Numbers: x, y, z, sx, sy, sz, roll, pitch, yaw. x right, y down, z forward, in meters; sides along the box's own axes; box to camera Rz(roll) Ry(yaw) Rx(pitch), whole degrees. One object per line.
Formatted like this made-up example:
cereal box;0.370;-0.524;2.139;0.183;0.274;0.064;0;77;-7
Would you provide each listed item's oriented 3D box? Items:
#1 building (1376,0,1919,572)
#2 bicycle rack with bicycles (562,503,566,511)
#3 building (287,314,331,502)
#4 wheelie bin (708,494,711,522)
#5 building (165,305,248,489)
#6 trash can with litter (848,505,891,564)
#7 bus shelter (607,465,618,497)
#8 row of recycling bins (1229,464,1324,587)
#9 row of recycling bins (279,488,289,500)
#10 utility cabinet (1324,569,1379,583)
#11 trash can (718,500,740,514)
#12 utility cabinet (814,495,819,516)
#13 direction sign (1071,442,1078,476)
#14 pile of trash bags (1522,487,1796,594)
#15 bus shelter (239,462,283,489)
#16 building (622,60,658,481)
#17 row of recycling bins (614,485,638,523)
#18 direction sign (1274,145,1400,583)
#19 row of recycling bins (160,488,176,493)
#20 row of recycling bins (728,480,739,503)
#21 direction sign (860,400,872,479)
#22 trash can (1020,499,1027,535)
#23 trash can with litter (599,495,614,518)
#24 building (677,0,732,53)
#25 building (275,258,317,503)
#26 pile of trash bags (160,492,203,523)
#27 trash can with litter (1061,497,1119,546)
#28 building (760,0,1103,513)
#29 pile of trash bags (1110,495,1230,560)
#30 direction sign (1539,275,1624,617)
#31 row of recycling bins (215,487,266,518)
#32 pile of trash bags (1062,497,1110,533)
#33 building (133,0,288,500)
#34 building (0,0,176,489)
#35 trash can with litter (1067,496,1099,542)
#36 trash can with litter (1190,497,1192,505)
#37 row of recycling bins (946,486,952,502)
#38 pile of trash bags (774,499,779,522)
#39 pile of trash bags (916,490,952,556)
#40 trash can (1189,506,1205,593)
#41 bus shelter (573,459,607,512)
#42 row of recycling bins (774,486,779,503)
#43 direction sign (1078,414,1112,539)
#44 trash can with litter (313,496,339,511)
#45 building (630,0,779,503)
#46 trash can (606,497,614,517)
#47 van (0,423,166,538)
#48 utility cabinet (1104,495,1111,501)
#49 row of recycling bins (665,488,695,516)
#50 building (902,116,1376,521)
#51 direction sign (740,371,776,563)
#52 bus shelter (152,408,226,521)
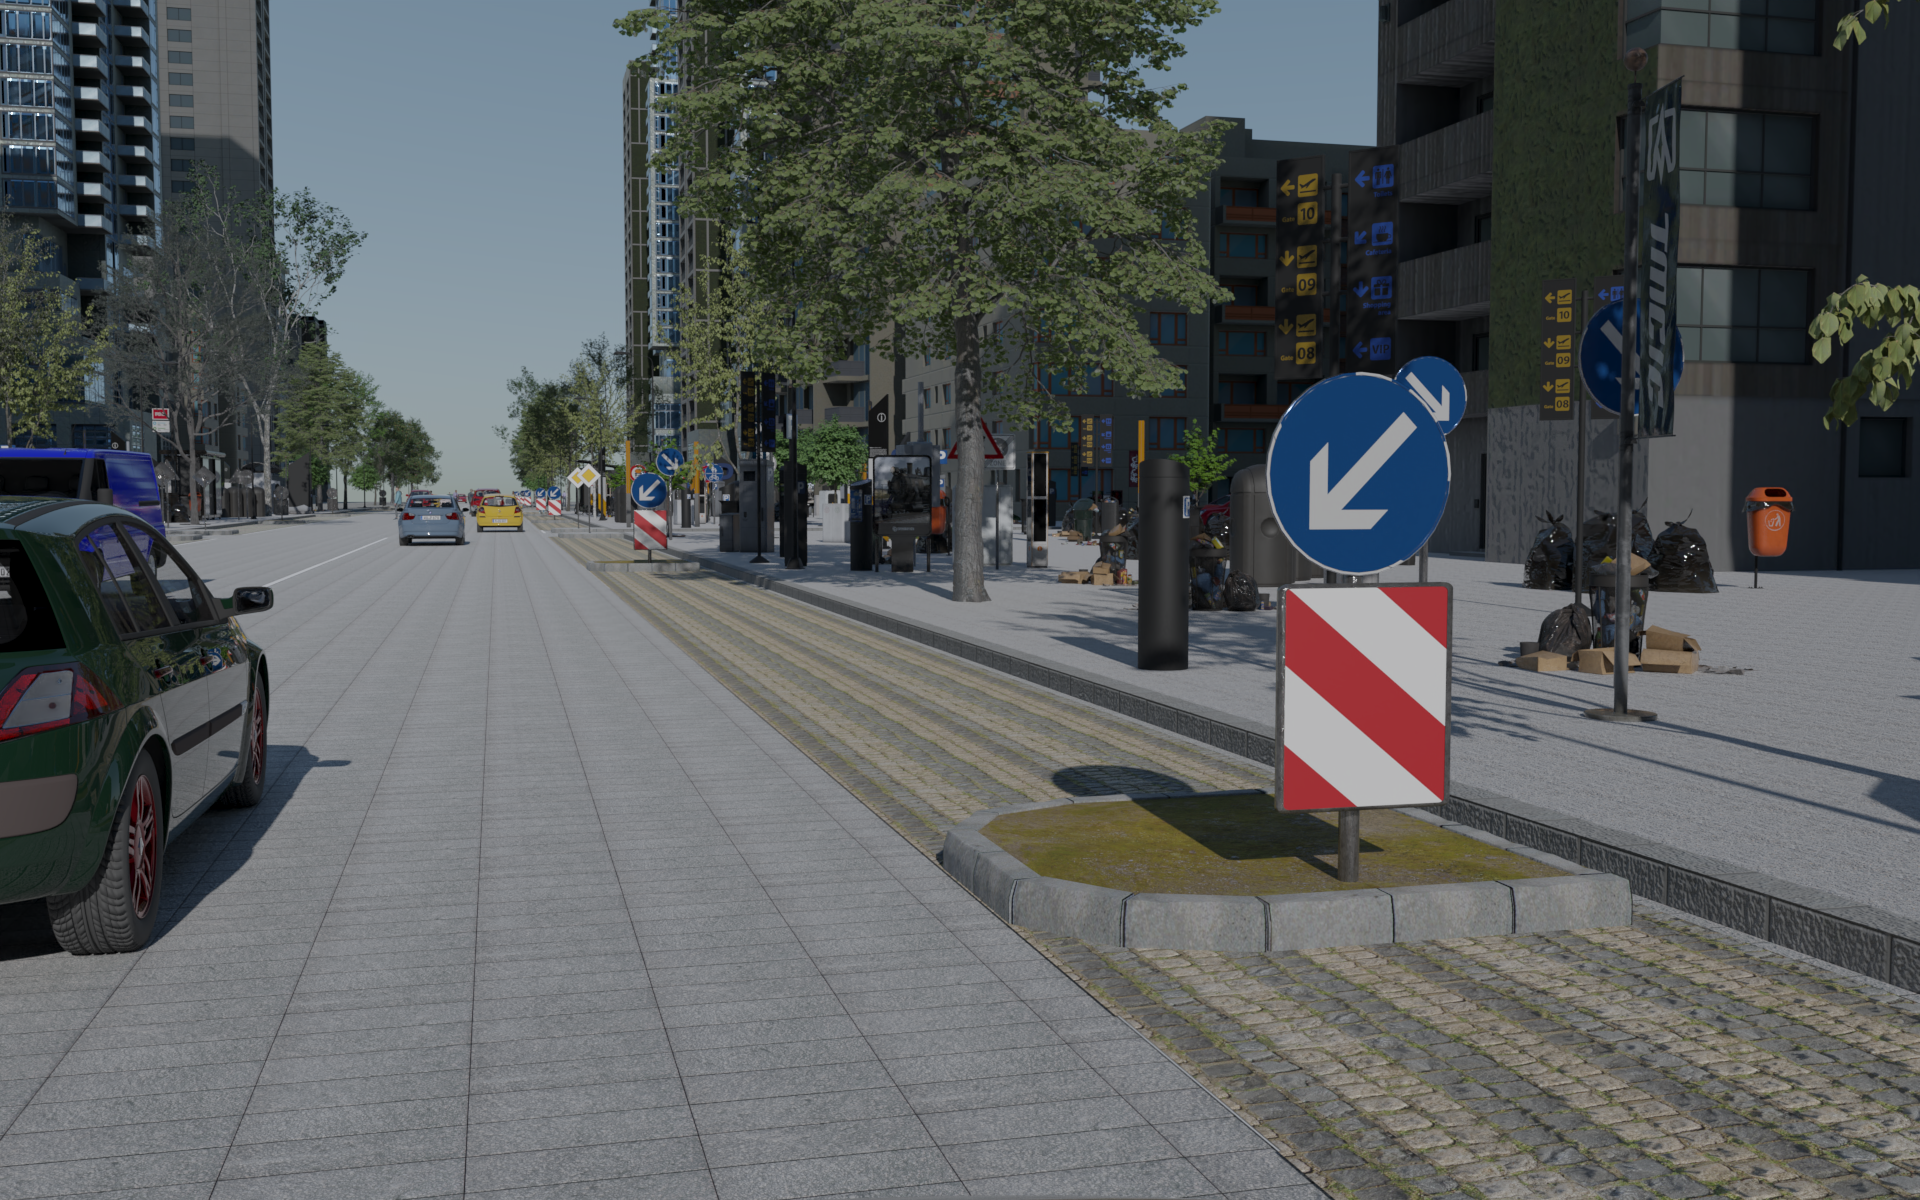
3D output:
building;16.179;-16.146;35.685;14.160;30.474;14.107;-1;4;-15
bicycle rack with bicycles;-29.614;-7.373;133.933;2.852;0.926;2.925;-1;4;-20
building;-108.211;-30.773;274.841;14.160;30.474;14.107;-1;4;-15
wheelie bin;-11.813;-4.382;79.558;0.693;1.594;0.980;0;4;-1
building;-86.982;-19.901;170.422;27.650;21.520;28.899;-1;4;-15
trash can with litter;-1.478;-1.250;31.819;1.055;1.170;0.624;-2;4;-34
bus shelter;-27.480;-8.834;135.718;1.731;3.624;6.357;-1;4;-15
row of recycling bins;4.650;-1.116;25.368;1.069;1.692;3.534;1;4;22
row of recycling bins;-49.132;-7.256;125.746;3.534;1.692;1.069;-2;4;-34
utility cabinet;3.196;-0.182;14.145;0.306;1.237;1.020;0;4;3
trash can;-5.103;-1.689;39.266;0.748;1.137;0.748;0;3;0
utility cabinet;-8.179;-5.625;103.133;1.020;1.237;0.306;-2;4;-31
direction sign;5.248;-5.150;76.192;0.876;3.537;0.379;-2;4;-27
pile of trash bags;9.444;-0.820;23.159;3.447;1.369;1.912;0;4;-5
bus shelter;-45.126;-7.216;111.905;2.014;3.302;5.546;-1;4;-15
building;-46.640;-51.901;286.830;20.563;71.187;20.611;-1;4;-15
row of recycling bins;-15.088;-4.348;78.204;1.069;1.692;3.534;-1;4;-16
direction sign;2.500;-1.198;11.592;0.876;3.537;0.379;3;4;38
row of recycling bins;-53.232;-6.814;118.528;1.069;1.692;3.534;2;4;29
row of recycling bins;-6.776;-2.872;54.071;1.069;1.692;3.534;0;4;-4
direction sign;-2.182;-3.068;42.166;0.379;3.537;0.876;0;4;1
trash can;2.244;-2.635;54.735;0.748;1.137;0.748;0;3;0
trash can with litter;-18.590;-5.140;95.103;2.233;1.210;1.678;0;4;2
building;-22.115;-46.119;192.292;20.563;71.187;20.611;-1;4;-15
building;-112.076;-34.326;253.111;32.217;40.220;23.993;-1;4;-15
pile of trash bags;-35.284;-4.143;77.483;1.912;1.369;3.447;1;4;19
trash can with litter;3.537;-1.983;43.480;1.678;1.210;2.233;-3;5;-44
building;-2.610;-28.792;125.368;22.147;44.769;28.867;-1;4;-15
pile of trash bags;4.973;-1.489;34.102;3.447;1.369;1.912;-1;4;-21
direction sign;6.526;-1.602;18.183;0.876;3.537;0.379;2;4;34
row of recycling bins;-39.829;-5.424;95.791;1.069;1.692;3.534;1;4;21
pile of trash bags;5.178;-2.913;57.372;3.447;1.369;1.912;-1;4;-15
building;-100.552;-48.498;231.195;20.563;71.187;20.611;-1;4;-15
building;-77.058;-50.585;139.738;22.319;86.520;31.000;-1;4;-15
trash can with litter;3.292;-2.161;46.718;0.624;1.170;1.055;2;4;24
trash can with litter;9.614;-3.799;73.495;0.624;1.170;1.055;-2;4;-25
row of recycling bins;-1.456;-4.994;88.772;1.069;1.692;3.534;-2;4;-32
pile of trash bags;-8.389;-4.300;80.064;1.912;1.369;3.447;-1;4;-23
pile of trash bags;-0.175;-1.700;37.550;1.912;1.369;3.447;1;4;12
trash can;2.618;-0.584;21.207;0.748;1.137;0.748;0;3;0
bus shelter;-25.814;-7.891;120.296;1.731;3.624;6.357;-1;4;-15
row of recycling bins;-10.385;-5.086;90.270;1.069;1.692;3.534;-2;4;-35
direction sign;3.886;-3.502;49.262;0.876;3.537;0.379;1;4;10
trash can with litter;-48.129;-7.341;131.079;2.233;1.210;1.678;0;4;-4
building;-38.409;-58.026;261.402;22.319;86.520;31.000;-1;4;-15
trash can;-19.393;-5.192;96.547;0.748;1.137;0.748;0;3;0
van;-11.981;-1.125;22.781;2.240;2.365;5.245;-1;4;-14
utility cabinet;6.489;-4.016;76.826;0.306;1.237;1.020;-2;4;-25
row of recycling bins;-16.614;-5.726;100.727;3.534;1.692;1.069;0;4;-5
building;13.922;-15.486;98.238;28.899;21.520;27.650;-1;4;-15
direction sign;-3.743;-2.460;32.217;0.379;3.537;0.876;3;4;39
bus shelter;-37.239;-6.479;83.558;2.179;5.291;8.768;-1;4;-15
